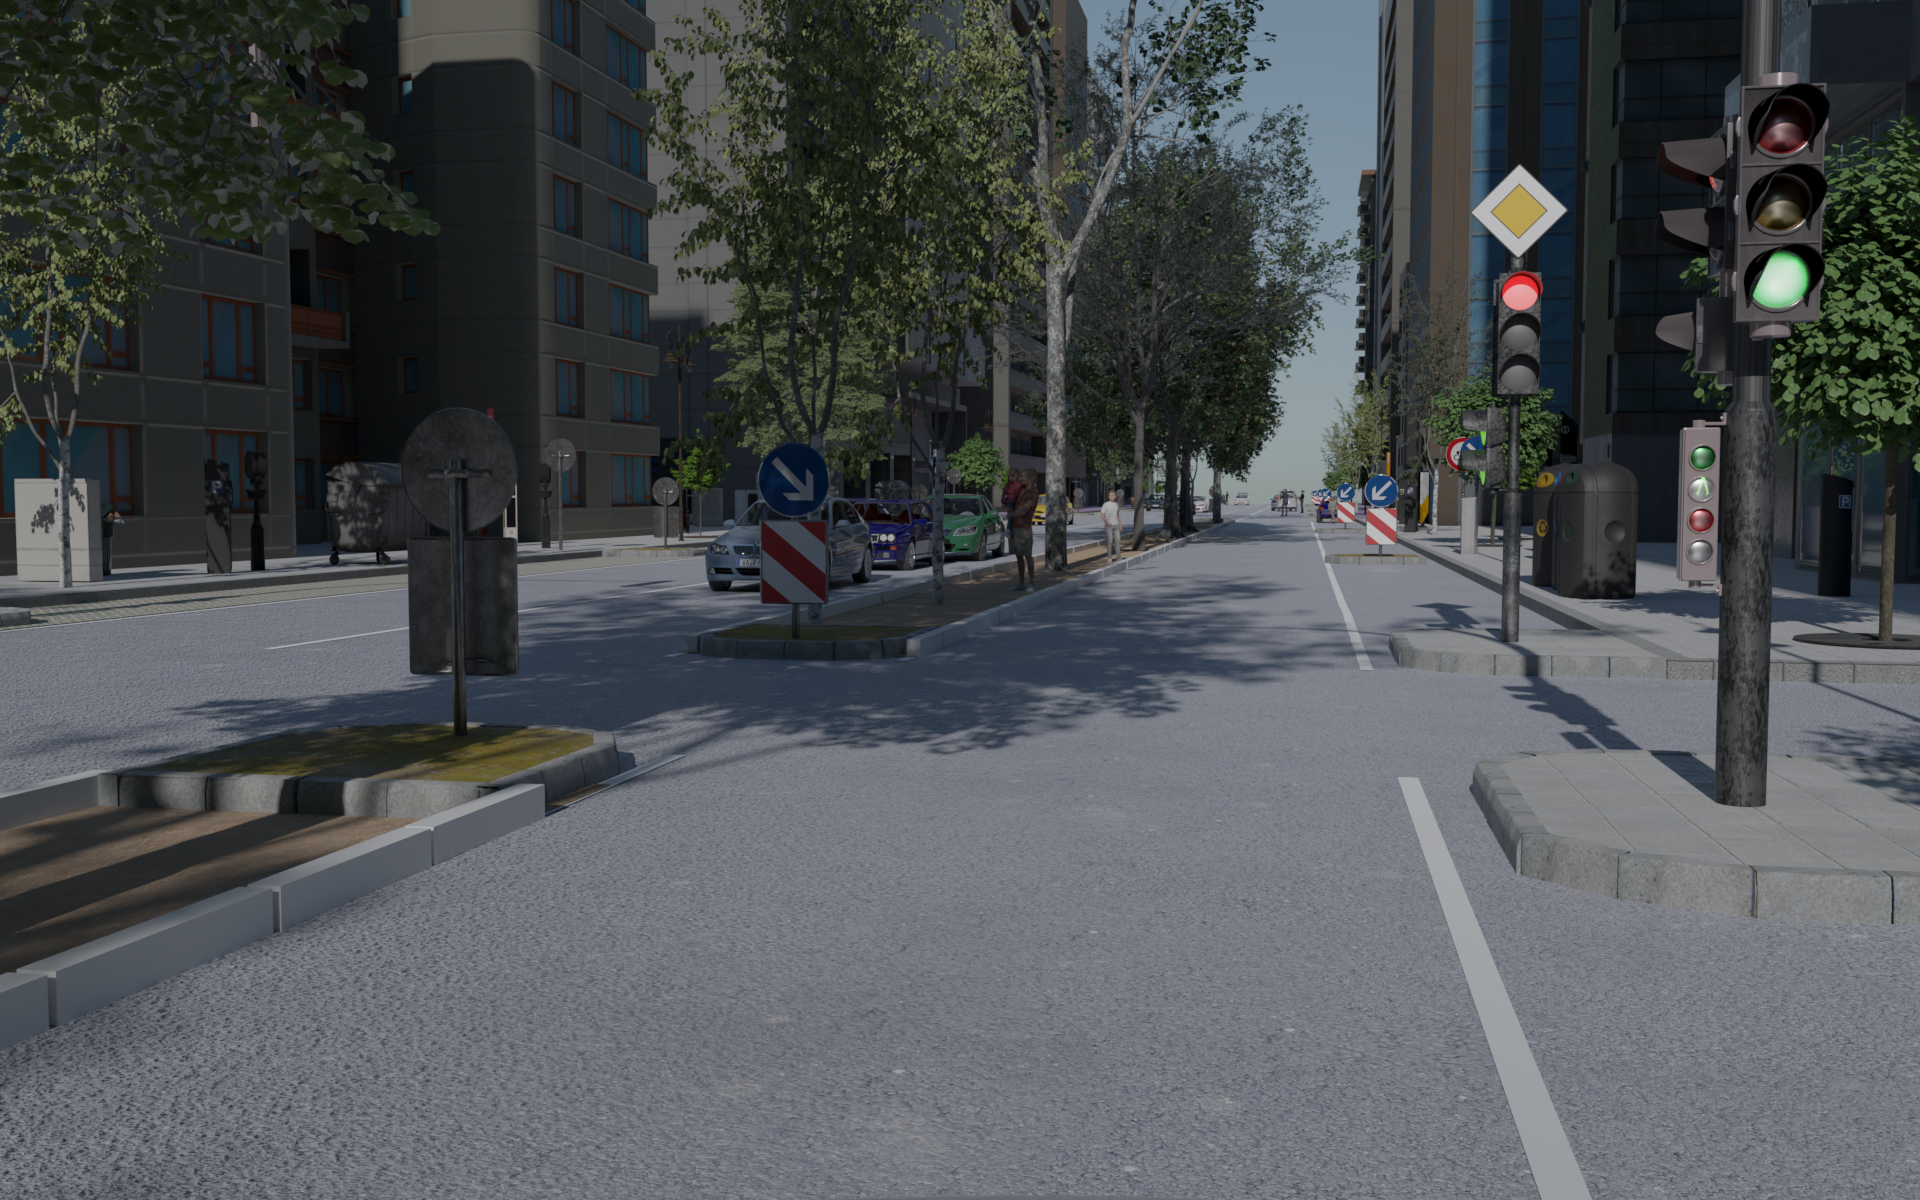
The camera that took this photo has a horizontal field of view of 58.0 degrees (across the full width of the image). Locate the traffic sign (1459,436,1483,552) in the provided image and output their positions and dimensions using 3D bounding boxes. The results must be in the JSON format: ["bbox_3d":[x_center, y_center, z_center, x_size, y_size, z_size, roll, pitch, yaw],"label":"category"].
[{"bbox_3d":[11.384,-2.327,38.159,0.768,2.556,0.104,1,4,20],"label":"traffic sign"}]

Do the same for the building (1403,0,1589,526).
[{"bbox_3d":[26.819,-25.903,73.621,14.600,45.320,14.200,1,4,11],"label":"building"}]

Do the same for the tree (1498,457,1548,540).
[{"bbox_3d":[15.629,-3.290,48.399,1.663,3.219,1.824,0,3,0],"label":"tree"}]

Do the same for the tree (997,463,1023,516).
[{"bbox_3d":[2.788,-6.664,103.552,1.663,3.219,1.824,0,3,0],"label":"tree"}]

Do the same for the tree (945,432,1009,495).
[{"bbox_3d":[1.016,-6.529,90.461,4.285,4.588,4.351,0,3,0],"label":"tree"}]

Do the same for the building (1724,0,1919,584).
[{"bbox_3d":[27.893,-24.807,25.210,30.456,49.044,23.786,1,4,11],"label":"building"}]

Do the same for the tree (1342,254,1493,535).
[{"bbox_3d":[15.050,-6.352,54.210,4.360,8.622,3.978,0,3,0],"label":"tree"}]

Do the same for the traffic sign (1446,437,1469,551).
[{"bbox_3d":[11.239,-2.360,38.699,0.768,2.556,0.104,1,4,20],"label":"traffic sign"}]

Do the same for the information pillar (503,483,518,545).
[{"bbox_3d":[-11.101,-2.339,42.734,0.304,2.012,0.304,-1,4,-23],"label":"information pillar"}]

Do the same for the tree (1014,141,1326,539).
[{"bbox_3d":[6.806,-8.321,55.508,9.611,12.733,9.660,0,3,0],"label":"tree"}]

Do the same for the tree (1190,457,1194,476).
[{"bbox_3d":[30.667,-17.880,242.694,4.360,8.622,3.978,0,3,0],"label":"tree"}]

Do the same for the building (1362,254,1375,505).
[{"bbox_3d":[55.600,-26.665,207.670,14.160,30.474,14.107,1,4,11],"label":"building"}]

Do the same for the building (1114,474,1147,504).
[{"bbox_3d":[7.360,-32.442,222.304,32.217,40.220,23.993,1,4,11],"label":"building"}]

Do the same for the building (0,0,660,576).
[{"bbox_3d":[-25.818,-12.085,42.636,27.650,21.520,28.899,1,4,11],"label":"building"}]

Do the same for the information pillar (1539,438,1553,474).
[{"bbox_3d":[22.140,-4.536,65.526,0.504,3.616,0.183,0,4,-6],"label":"information pillar"}]

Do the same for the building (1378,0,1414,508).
[{"bbox_3d":[46.944,-31.937,145.877,21.300,48.544,21.600,1,4,11],"label":"building"}]

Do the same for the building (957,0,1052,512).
[{"bbox_3d":[-5.027,-31.136,132.767,21.300,48.544,21.600,1,4,11],"label":"building"}]

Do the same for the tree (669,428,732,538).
[{"bbox_3d":[-7.664,-3.440,50.851,1.663,3.219,1.824,0,3,0],"label":"tree"}]

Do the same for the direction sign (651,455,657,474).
[{"bbox_3d":[-12.286,-4.630,67.694,0.876,3.537,0.379,0,4,-6],"label":"direction sign"}]

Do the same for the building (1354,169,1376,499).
[{"bbox_3d":[63.379,-35.042,227.566,22.147,44.769,28.867,1,4,11],"label":"building"}]

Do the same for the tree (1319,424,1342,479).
[{"bbox_3d":[38.427,-13.728,174.812,4.360,8.622,3.978,0,3,0],"label":"tree"}]

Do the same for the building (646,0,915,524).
[{"bbox_3d":[-13.148,-39.444,83.163,20.563,71.187,20.611,1,4,11],"label":"building"}]

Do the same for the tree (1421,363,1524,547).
[{"bbox_3d":[13.040,-3.598,42.534,4.285,4.588,4.351,0,3,0],"label":"tree"}]

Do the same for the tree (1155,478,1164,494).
[{"bbox_3d":[24.145,-13.247,211.186,1.663,3.219,1.824,0,3,0],"label":"tree"}]

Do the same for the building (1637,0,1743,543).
[{"bbox_3d":[25.420,-17.041,50.326,14.160,30.474,14.107,1,4,11],"label":"building"}]

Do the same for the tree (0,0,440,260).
[{"bbox_3d":[-3.311,-5.132,4.495,7.486,12.596,7.792,0,3,0],"label":"tree"}]

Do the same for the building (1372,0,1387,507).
[{"bbox_3d":[55.241,-39.349,185.360,21.231,58.520,28.212,1,4,11],"label":"building"}]

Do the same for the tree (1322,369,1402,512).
[{"bbox_3d":[23.860,-9.206,100.876,4.737,8.622,4.395,0,3,0],"label":"tree"}]

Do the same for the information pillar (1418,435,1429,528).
[{"bbox_3d":[17.759,-4.578,66.212,0.183,3.616,0.504,3,5,44],"label":"information pillar"}]

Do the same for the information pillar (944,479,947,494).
[{"bbox_3d":[-0.823,-4.732,81.865,0.304,2.012,0.304,-3,4,-37],"label":"information pillar"}]

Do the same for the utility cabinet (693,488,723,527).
[{"bbox_3d":[-9.813,-3.594,67.446,1.173,1.500,0.318,2,4,24],"label":"utility cabinet"}]

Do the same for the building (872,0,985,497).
[{"bbox_3d":[-13.510,-31.810,109.333,28.713,52.752,27.495,1,4,11],"label":"building"}]

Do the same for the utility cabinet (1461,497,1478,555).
[{"bbox_3d":[10.877,-1.581,37.014,0.306,1.237,1.020,1,4,19],"label":"utility cabinet"}]

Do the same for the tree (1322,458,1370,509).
[{"bbox_3d":[34.763,-10.367,153.216,4.285,4.588,4.351,0,3,0],"label":"tree"}]

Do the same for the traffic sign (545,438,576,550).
[{"bbox_3d":[-9.117,-2.408,39.485,0.768,2.556,0.104,1,4,14],"label":"traffic sign"}]

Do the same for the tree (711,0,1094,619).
[{"bbox_3d":[-0.278,-4.255,22.391,4.737,8.622,4.395,0,3,0],"label":"tree"}]

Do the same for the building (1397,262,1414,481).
[{"bbox_3d":[45.735,-16.894,121.255,27.650,21.520,28.899,1,4,11],"label":"building"}]

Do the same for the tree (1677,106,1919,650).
[{"bbox_3d":[8.022,-1.897,14.722,4.285,4.588,4.351,0,3,0],"label":"tree"}]

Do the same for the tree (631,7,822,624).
[{"bbox_3d":[-1.434,-3.933,17.124,4.737,8.622,4.395,0,3,0],"label":"tree"}]

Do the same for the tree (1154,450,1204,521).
[{"bbox_3d":[10.052,-7.481,75.135,4.737,8.622,4.395,0,3,0],"label":"tree"}]

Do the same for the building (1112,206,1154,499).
[{"bbox_3d":[19.408,-34.026,239.912,14.154,41.232,14.086,1,4,11],"label":"building"}]

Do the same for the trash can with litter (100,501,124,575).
[{"bbox_3d":[-13.551,-0.949,26.896,0.624,1.170,1.055,1,4,8],"label":"trash can with litter"}]

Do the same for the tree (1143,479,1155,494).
[{"bbox_3d":[19.269,-11.618,184.562,1.663,3.219,1.824,0,3,0],"label":"tree"}]

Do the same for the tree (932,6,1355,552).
[{"bbox_3d":[4.468,-7.965,43.062,12.009,13.543,11.850,0,3,0],"label":"tree"}]

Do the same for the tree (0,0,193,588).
[{"bbox_3d":[-12.415,-4.488,23.746,4.737,8.622,4.395,0,3,0],"label":"tree"}]

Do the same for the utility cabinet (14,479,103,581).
[{"bbox_3d":[-13.146,-1.015,25.279,1.173,1.500,0.318,1,4,10],"label":"utility cabinet"}]

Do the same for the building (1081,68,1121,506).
[{"bbox_3d":[6.059,-35.167,194.596,23.786,49.044,30.456,1,4,11],"label":"building"}]

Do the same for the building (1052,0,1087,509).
[{"bbox_3d":[3.185,-30.541,149.463,14.600,45.320,14.200,1,4,11],"label":"building"}]

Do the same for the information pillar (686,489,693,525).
[{"bbox_3d":[-11.132,-4.114,71.753,0.304,2.012,0.304,1,4,22],"label":"information pillar"}]

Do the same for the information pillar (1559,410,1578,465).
[{"bbox_3d":[16.833,-3.463,47.976,0.504,3.616,0.183,2,4,27],"label":"information pillar"}]

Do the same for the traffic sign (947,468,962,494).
[{"bbox_3d":[-0.297,-5.225,85.540,0.768,2.556,0.104,1,4,12],"label":"traffic sign"}]

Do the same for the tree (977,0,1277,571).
[{"bbox_3d":[2.816,-10.533,30.559,12.611,20.169,13.585,0,3,0],"label":"tree"}]

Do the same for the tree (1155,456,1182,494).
[{"bbox_3d":[27.267,-16.989,228.130,4.360,8.622,3.978,0,3,0],"label":"tree"}]
